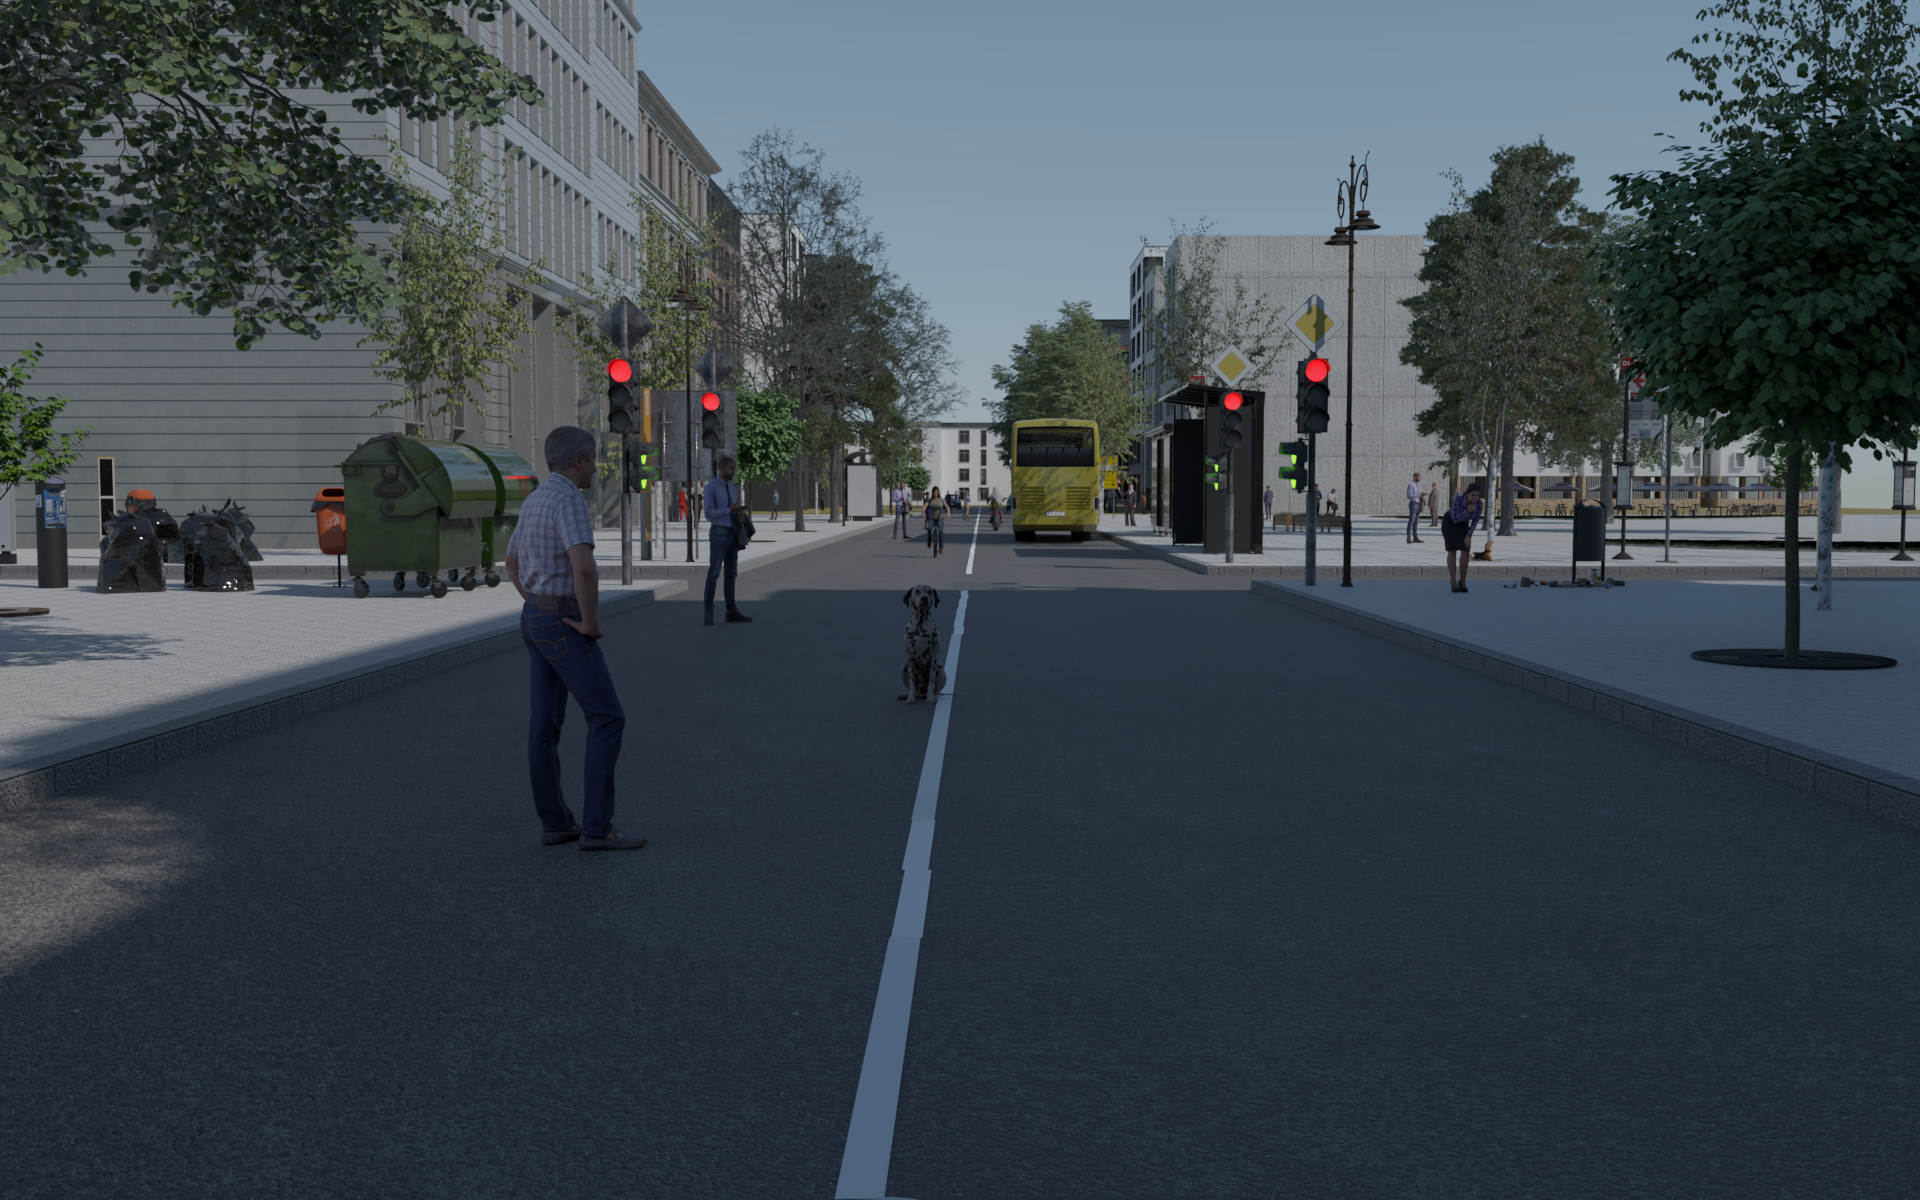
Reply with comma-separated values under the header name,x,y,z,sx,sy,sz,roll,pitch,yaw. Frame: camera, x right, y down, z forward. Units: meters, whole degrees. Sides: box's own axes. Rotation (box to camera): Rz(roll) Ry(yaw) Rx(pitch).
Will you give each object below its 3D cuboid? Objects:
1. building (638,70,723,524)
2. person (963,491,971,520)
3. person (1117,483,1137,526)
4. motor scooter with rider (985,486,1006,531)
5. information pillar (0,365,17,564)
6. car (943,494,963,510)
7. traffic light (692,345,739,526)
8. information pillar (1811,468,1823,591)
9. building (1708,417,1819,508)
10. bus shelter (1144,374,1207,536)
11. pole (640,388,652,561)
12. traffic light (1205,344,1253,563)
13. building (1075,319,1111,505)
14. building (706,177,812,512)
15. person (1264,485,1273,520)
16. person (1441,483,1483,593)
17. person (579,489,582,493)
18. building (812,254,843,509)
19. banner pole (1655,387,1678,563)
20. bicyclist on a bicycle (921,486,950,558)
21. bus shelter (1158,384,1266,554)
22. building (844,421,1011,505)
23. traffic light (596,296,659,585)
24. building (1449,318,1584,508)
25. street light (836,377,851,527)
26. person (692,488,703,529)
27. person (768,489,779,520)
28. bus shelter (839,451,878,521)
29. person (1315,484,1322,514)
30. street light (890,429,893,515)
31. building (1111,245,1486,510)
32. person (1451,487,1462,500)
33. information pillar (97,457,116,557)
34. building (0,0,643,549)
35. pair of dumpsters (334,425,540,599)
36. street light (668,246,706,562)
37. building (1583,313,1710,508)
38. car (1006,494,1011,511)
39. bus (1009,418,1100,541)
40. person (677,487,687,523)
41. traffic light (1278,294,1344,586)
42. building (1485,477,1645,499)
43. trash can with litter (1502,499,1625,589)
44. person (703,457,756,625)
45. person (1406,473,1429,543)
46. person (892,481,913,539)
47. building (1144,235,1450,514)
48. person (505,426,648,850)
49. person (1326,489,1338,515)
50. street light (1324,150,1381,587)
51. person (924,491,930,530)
name,x,y,z,sx,sy,sz,roll,pitch,yaw
building,-18.252,-14.906,79.865,11.583,22.565,21.152,0,4,1
person,0.367,-5.112,94.152,0.319,1.574,0.516,-2,4,-34
person,6.685,-3.820,69.308,0.742,1.727,0.445,-1,4,-16
motor scooter with rider,1.441,-3.615,68.063,0.876,1.779,1.986,0,4,-1
information pillar,-18.102,-2.463,31.589,1.656,3.620,0.184,0,4,3
car,-0.739,-9.263,161.237,2.009,1.686,4.222,0,4,0
traffic light,-4.565,-2.631,32.256,0.839,4.213,0.868,0,4,1
information pillar,11.387,-1.921,22.755,0.183,3.616,0.504,1,4,15
building,75.667,-19.018,167.365,11.380,20.091,16.016,0,4,1
bus shelter,7.129,-4.756,55.395,2.179,5.291,8.768,0,4,1
pole,-6.066,-2.420,33.404,0.158,3.312,0.155,0,3,0
traffic light,4.996,-2.624,32.149,0.839,4.213,0.868,0,4,1
building,29.833,-22.552,212.700,32.646,21.610,27.936,0,4,1
building,-26.442,-17.137,124.164,27.936,21.610,32.646,0,4,1
person,15.415,-4.869,86.564,0.541,1.710,0.530,-1,4,-12
person,6.520,-0.804,22.425,0.421,1.427,0.697,-1,4,-11
person,-8.415,-1.800,37.681,0.471,1.553,0.569,-1,4,-18
building,-28.057,-19.437,161.772,32.646,21.610,27.936,0,4,1
banner pole,13.150,-2.583,32.244,0.401,3.779,0.863,2,4,35
bicyclist on a bicycle,-0.550,-1.780,39.125,1.499,1.676,1.625,0,4,1
bus shelter,5.747,-2.978,39.966,1.731,3.624,6.357,0,4,1
building,-2.178,-15.991,203.603,28.070,9.664,9.099,0,4,1
traffic light,-4.668,-2.142,24.272,0.839,4.213,0.868,0,4,1
building,51.428,-18.995,166.989,11.380,20.091,16.016,0,4,1
street light,-4.602,-5.848,68.402,0.468,5.910,1.993,0,4,1
person,-9.678,-3.406,64.004,0.482,1.546,0.388,-3,5,-39
person,-9.178,-4.736,85.680,0.499,1.552,0.429,-3,5,-41
bus shelter,-4.651,-5.527,84.285,2.014,3.302,5.546,0,4,1
person,15.824,-4.294,76.946,0.576,1.737,0.504,-1,4,-22
street light,-4.124,-8.029,104.066,0.468,5.910,1.993,0,4,1
building,29.269,-19.259,158.859,27.936,21.610,32.646,0,4,1
person,20.187,-3.789,70.206,0.429,1.552,0.499,-2,4,-26
information pillar,-16.992,-1.836,34.519,0.304,2.012,0.304,-2,4,-25
building,-18.341,-16.925,54.215,11.434,29.767,29.804,0,4,1
pair of dumpsters,-6.915,-1.267,23.213,1.574,2.255,4.436,0,4,1
street light,-5.095,-3.652,32.506,0.468,5.910,1.993,0,4,1
building,63.055,-19.005,167.157,11.380,20.091,16.016,0,4,1
car,4.870,-8.554,148.650,1.959,1.807,4.718,0,4,2
bus,2.956,-3.913,55.528,2.896,3.916,12.252,0,4,2
person,-12.331,-4.253,77.289,0.593,1.614,0.444,3,5,40
traffic light,4.893,-2.136,24.164,0.839,4.213,0.868,0,4,1
building,62.487,-22.488,211.656,32.646,21.610,27.936,0,4,1
trash can with litter,8.391,-0.802,24.168,2.233,1.210,1.678,-1,4,-21
person,-2.507,-0.656,19.088,0.599,1.838,0.709,2,4,30
person,11.921,-2.389,44.971,0.599,1.838,0.709,3,4,36
person,-1.808,-2.850,54.965,0.709,1.838,0.599,-2,4,-33
building,23.365,-15.936,127.010,16.747,18.905,31.486,0,4,1
person,-1.579,0.142,7.113,0.436,1.711,0.756,-2,4,-28
person,18.487,-4.757,86.030,0.614,1.554,0.590,-3,4,-36
street light,5.354,-3.120,23.793,0.468,5.910,1.993,0,4,1
person,-1.152,-3.534,68.653,0.546,1.535,0.453,0,4,-6
